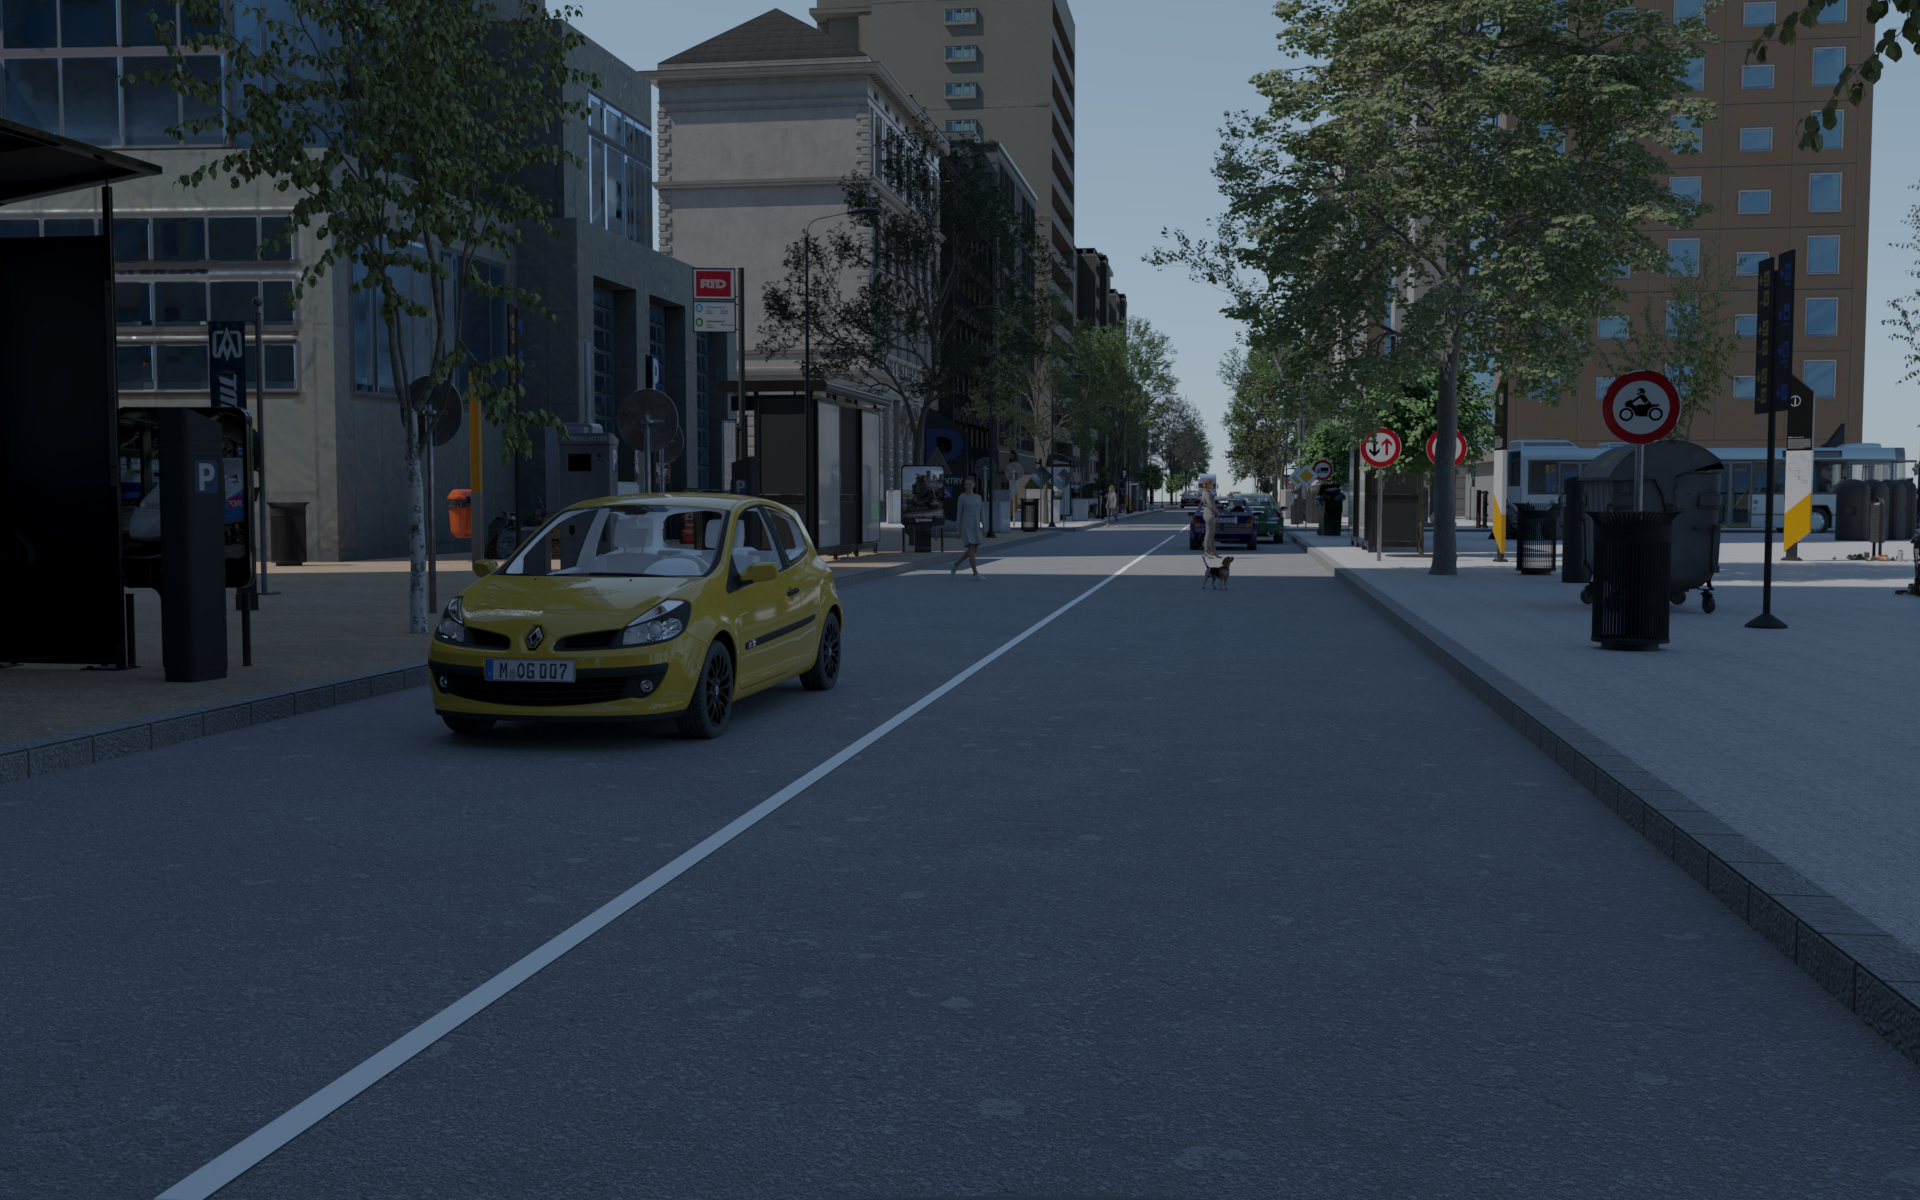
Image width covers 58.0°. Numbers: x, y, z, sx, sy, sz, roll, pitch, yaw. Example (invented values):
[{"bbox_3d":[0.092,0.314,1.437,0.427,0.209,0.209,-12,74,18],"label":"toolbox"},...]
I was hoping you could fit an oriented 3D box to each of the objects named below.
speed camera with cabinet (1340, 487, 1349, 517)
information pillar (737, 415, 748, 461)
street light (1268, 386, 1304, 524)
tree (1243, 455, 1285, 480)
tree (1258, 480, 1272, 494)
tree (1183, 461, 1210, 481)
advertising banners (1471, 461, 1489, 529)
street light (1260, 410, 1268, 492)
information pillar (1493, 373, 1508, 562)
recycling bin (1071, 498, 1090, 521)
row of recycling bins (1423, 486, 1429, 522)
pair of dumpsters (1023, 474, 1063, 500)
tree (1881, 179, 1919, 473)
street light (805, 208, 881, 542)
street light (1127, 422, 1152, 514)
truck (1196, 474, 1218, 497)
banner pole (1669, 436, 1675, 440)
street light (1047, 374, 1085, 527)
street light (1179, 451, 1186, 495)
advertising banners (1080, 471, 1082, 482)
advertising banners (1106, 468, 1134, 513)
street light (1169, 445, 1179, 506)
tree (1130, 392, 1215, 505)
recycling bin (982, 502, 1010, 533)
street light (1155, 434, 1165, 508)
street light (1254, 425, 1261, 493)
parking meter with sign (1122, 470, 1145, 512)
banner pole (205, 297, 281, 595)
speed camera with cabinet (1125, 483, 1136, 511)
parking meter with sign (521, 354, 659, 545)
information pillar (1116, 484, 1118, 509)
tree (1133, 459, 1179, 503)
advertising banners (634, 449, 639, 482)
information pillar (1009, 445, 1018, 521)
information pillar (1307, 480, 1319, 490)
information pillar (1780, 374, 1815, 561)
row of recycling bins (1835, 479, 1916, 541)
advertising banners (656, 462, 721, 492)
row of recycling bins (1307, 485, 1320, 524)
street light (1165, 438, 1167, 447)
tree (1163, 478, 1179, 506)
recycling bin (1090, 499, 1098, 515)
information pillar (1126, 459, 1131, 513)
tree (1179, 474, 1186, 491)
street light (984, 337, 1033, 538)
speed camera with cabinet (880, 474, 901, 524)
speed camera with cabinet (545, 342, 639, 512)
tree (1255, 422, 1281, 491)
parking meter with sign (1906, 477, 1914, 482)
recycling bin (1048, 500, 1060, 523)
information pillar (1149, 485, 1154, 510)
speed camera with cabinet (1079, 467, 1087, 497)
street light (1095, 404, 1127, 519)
[{"bbox_3d":[21.514,-6.288,97.149,2.038,3.252,0.660,-2,4,-27],"label":"speed camera with cabinet"},{"bbox_3d":[-6.469,-3.659,51.178,0.504,3.616,0.183,2,4,24],"label":"information pillar"},{"bbox_3d":[14.035,-6.210,74.079,1.470,5.913,1.316,1,4,9],"label":"street light"},{"bbox_3d":[41.600,-18.612,238.723,8.767,10.594,7.601,-3,5,-42],"label":"tree"},{"bbox_3d":[40.193,-14.154,226.014,1.663,3.219,1.824,0,3,0],"label":"tree"},{"bbox_3d":[39.901,-22.322,299.375,7.601,10.594,8.767,-2,4,-25],"label":"tree"},{"bbox_3d":[19.521,-4.215,65.110,0.090,3.025,2.074,0,4,-1],"label":"advertising banners"},{"bbox_3d":[17.485,-7.529,95.635,1.470,5.913,1.316,1,4,9],"label":"street light"},{"bbox_3d":[10.225,-2.532,32.753,0.183,3.616,0.504,0,4,-2],"label":"information pillar"},{"bbox_3d":[5.682,-4.241,81.889,0.722,1.027,0.722,0,4,4],"label":"recycling bin"},{"bbox_3d":[19.057,-4.011,72.689,1.069,1.692,3.534,1,4,11],"label":"row of recycling bins"},{"bbox_3d":[3.882,-4.826,81.401,1.574,2.255,4.437,1,4,9],"label":"pair of dumpsters"},{"bbox_3d":[22.390,-5.375,38.252,4.360,8.622,3.978,0,3,0],"label":"tree"},{"bbox_3d":[-1.968,-3.412,28.321,1.470,5.913,1.316,1,4,9],"label":"street light"},{"bbox_3d":[11.436,-8.517,111.802,1.470,5.913,1.316,1,4,9],"label":"street light"},{"bbox_3d":[33.782,-15.041,235.681,2.967,4.110,18.799,1,4,9],"label":"truck"},{"bbox_3d":[26.963,-4.624,65.627,0.863,3.779,0.401,-3,5,-43],"label":"banner pole"},{"bbox_3d":[4.124,-5.795,67.288,1.470,5.913,1.316,1,4,9],"label":"street light"},{"bbox_3d":[23.169,-13.041,185.753,1.470,5.913,1.316,1,4,9],"label":"street light"},{"bbox_3d":[8.865,-8.140,129.269,0.090,3.025,2.074,1,4,16],"label":"advertising banners"},{"bbox_3d":[10.527,-7.265,114.975,2.074,3.025,0.090,0,4,3],"label":"advertising banners"},{"bbox_3d":[19.725,-11.723,164.213,1.470,5.913,1.316,1,4,9],"label":"street light"},{"bbox_3d":[26.205,-18.527,213.287,12.009,13.543,11.850,0,3,0],"label":"tree"},{"bbox_3d":[1.195,-2.720,57.019,0.722,1.027,0.722,2,4,27],"label":"recycling bin"},{"bbox_3d":[14.874,-9.858,133.724,1.470,5.913,1.316,1,4,9],"label":"street light"},{"bbox_3d":[20.853,-8.847,117.187,1.470,5.913,1.316,1,4,9],"label":"street light"},{"bbox_3d":[12.795,-8.029,127.540,1.738,3.016,0.543,3,4,36],"label":"parking meter with sign"},{"bbox_3d":[-9.148,-1.961,22.082,0.863,3.779,0.401,0,4,-1],"label":"banner pole"},{"bbox_3d":[13.349,-8.636,135.535,0.660,3.252,2.038,1,4,13],"label":"speed camera with cabinet"},{"bbox_3d":[-4.700,-1.567,21.884,1.738,3.016,0.543,0,4,-1],"label":"parking meter with sign"},{"bbox_3d":[9.964,-6.493,110.656,0.304,2.012,0.304,0,4,4],"label":"information pillar"},{"bbox_3d":[17.370,-10.596,156.957,4.285,4.588,4.351,0,3,0],"label":"tree"},{"bbox_3d":[-7.366,-2.599,38.674,0.090,3.025,2.074,0,4,2],"label":"advertising banners"},{"bbox_3d":[2.536,-5.537,81.878,0.183,3.616,0.504,-3,4,-38],"label":"information pillar"},{"bbox_3d":[20.157,-6.541,98.306,0.504,3.616,0.183,3,4,38],"label":"information pillar"},{"bbox_3d":[16.040,-2.555,33.123,0.183,3.616,0.504,-3,5,-44],"label":"information pillar"},{"bbox_3d":[25.683,-2.527,48.428,3.534,1.692,1.069,-3,4,-36],"label":"row of recycling bins"},{"bbox_3d":[-6.941,-2.953,44.467,2.074,3.025,0.090,-2,4,-29],"label":"advertising banners"},{"bbox_3d":[15.988,-4.267,76.884,1.069,1.692,3.534,1,4,16],"label":"row of recycling bins"},{"bbox_3d":[16.227,-10.396,142.515,1.470,5.913,1.316,1,4,9],"label":"street light"},{"bbox_3d":[22.686,-11.819,187.842,1.663,3.219,1.824,0,3,0],"label":"tree"},{"bbox_3d":[7.110,-5.017,94.586,0.722,1.027,0.722,-2,4,-30],"label":"recycling bin"},{"bbox_3d":[11.116,-7.512,114.170,0.183,3.616,0.504,3,5,44],"label":"information pillar"},{"bbox_3d":[29.420,-15.485,236.896,4.285,4.588,4.351,0,3,0],"label":"tree"},{"bbox_3d":[1.438,-4.776,50.627,1.470,5.913,1.316,1,4,9],"label":"street light"},{"bbox_3d":[-3.101,-4.923,74.825,2.038,3.252,0.660,-2,4,-26],"label":"speed camera with cabinet"},{"bbox_3d":[-4.949,-1.777,23.396,0.660,3.252,2.038,1,4,9],"label":"speed camera with cabinet"},{"bbox_3d":[27.969,-12.551,155.573,4.360,8.622,3.978,0,3,0],"label":"tree"},{"bbox_3d":[43.075,-5.065,79.069,0.543,3.016,1.738,-1,4,-21],"label":"parking meter with sign"},{"bbox_3d":[4.016,-3.893,76.197,0.722,1.027,0.722,0,4,0],"label":"recycling bin"},{"bbox_3d":[15.064,-8.047,136.057,0.304,2.012,0.304,1,4,21],"label":"information pillar"},{"bbox_3d":[9.631,-7.991,124.993,2.038,3.252,0.660,1,4,21],"label":"speed camera with cabinet"},{"bbox_3d":[7.749,-7.169,89.761,1.470,5.913,1.316,1,4,9],"label":"street light"}]
